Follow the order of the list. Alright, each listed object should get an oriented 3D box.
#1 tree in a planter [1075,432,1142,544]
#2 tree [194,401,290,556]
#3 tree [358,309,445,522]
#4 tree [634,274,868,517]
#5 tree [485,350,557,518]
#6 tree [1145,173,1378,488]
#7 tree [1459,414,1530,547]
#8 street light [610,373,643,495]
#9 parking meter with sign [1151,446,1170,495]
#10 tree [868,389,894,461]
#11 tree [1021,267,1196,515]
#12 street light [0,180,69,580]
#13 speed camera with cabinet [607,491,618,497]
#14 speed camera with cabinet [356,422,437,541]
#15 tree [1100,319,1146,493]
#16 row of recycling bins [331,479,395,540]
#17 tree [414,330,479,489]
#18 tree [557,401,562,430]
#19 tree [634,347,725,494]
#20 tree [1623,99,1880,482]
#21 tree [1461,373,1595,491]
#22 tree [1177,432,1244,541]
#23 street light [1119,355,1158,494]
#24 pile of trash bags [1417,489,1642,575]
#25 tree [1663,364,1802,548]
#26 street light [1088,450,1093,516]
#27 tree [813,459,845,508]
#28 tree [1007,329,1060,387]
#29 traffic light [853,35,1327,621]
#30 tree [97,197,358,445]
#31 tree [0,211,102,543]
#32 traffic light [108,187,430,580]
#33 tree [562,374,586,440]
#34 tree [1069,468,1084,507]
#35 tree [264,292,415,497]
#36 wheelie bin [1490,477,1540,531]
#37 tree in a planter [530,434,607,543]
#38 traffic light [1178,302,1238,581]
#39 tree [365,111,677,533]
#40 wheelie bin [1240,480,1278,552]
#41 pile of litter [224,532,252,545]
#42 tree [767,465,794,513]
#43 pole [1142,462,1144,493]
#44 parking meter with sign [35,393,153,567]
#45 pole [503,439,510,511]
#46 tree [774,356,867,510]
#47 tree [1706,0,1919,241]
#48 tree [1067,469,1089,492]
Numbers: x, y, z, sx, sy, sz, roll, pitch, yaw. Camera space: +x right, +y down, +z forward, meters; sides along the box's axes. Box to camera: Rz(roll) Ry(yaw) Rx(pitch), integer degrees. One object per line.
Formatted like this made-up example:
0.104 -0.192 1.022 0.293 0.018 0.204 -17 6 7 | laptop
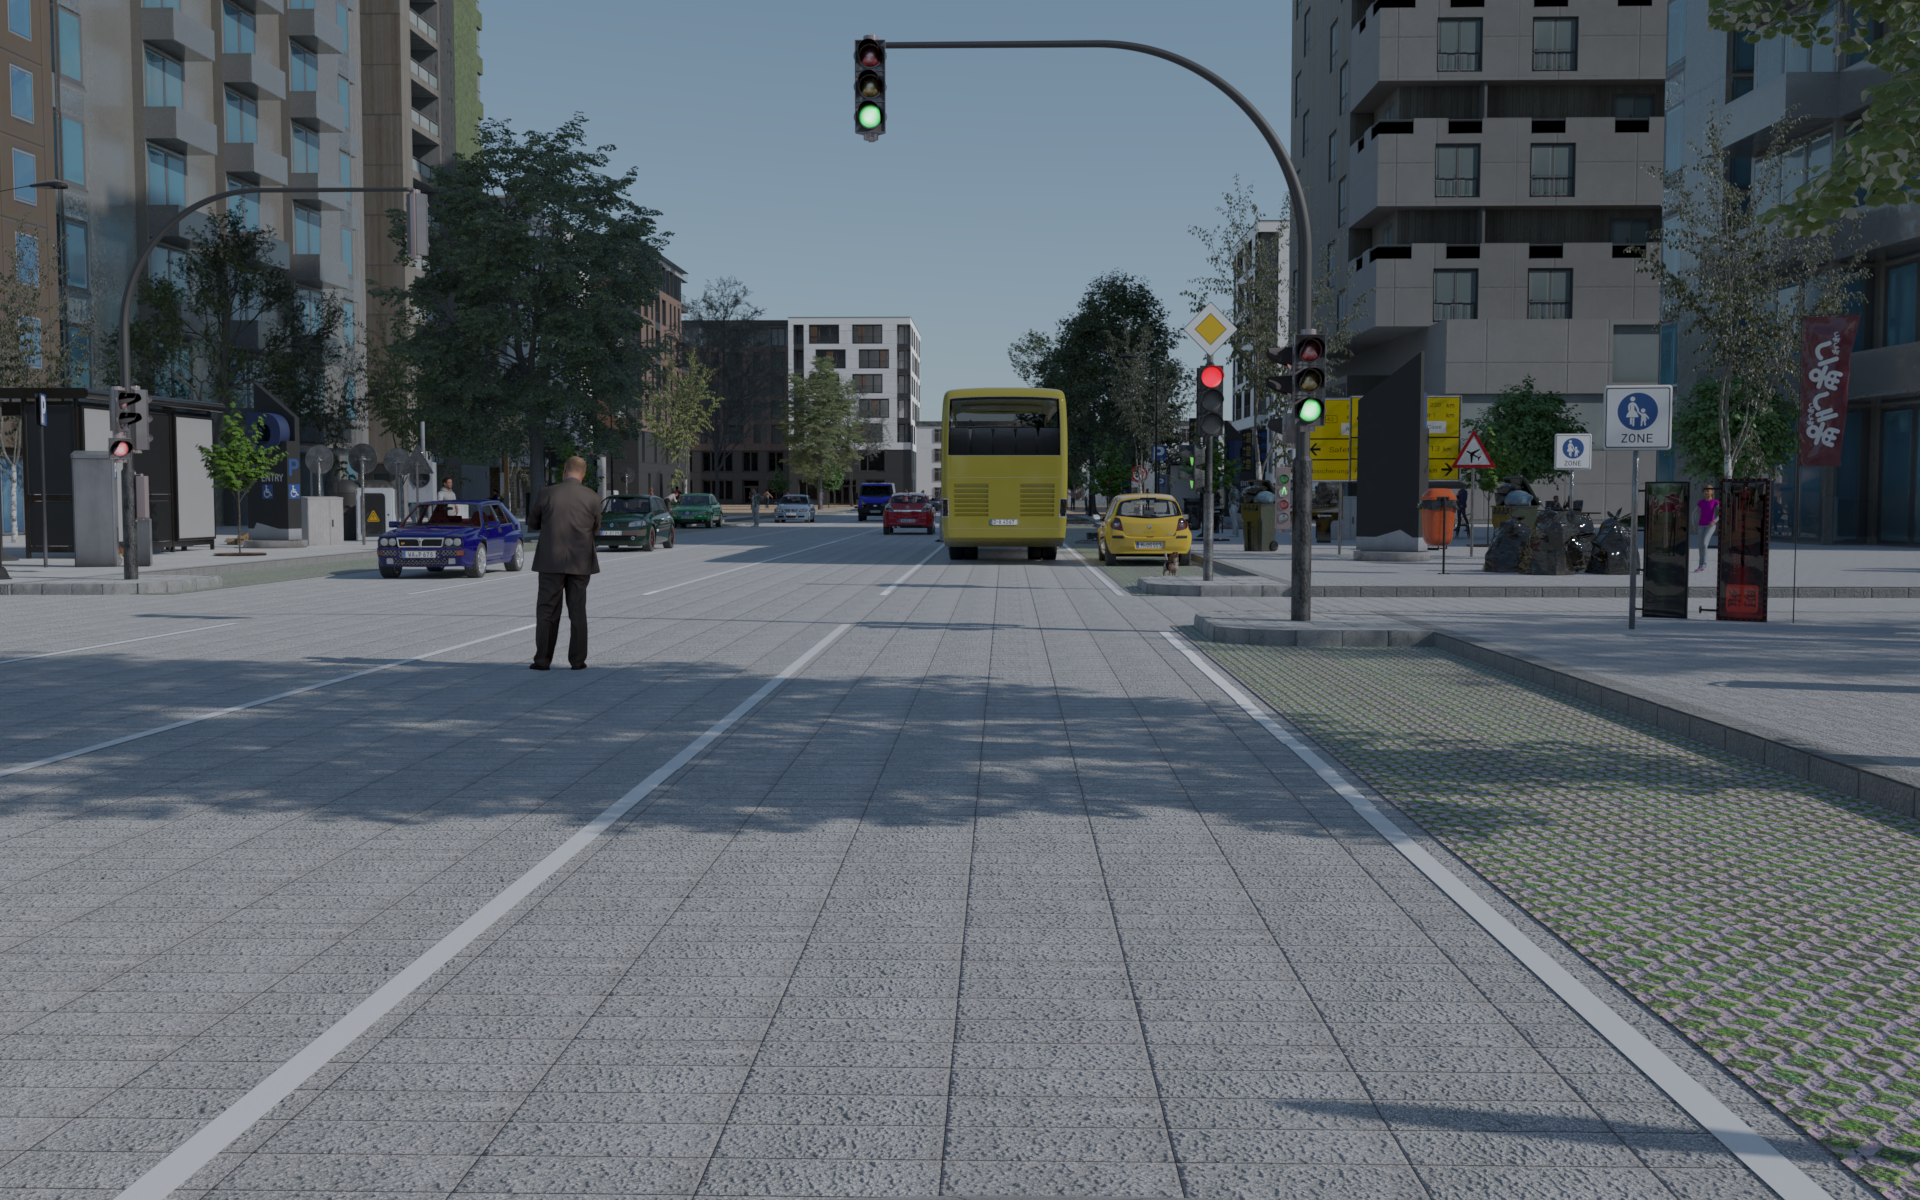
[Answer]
4.336 -3.237 50.148 1.991 3.239 1.994 0 4 2 | tree in a planter
-15.151 -2.537 36.081 1.663 3.219 1.824 0 3 0 | tree
-22.159 -7.261 69.076 4.737 8.622 4.395 0 3 0 | tree
-13.451 -11.374 96.330 12.009 13.543 11.850 0 3 0 | tree
-22.501 -8.302 86.094 4.360 8.622 3.978 0 3 0 | tree
7.234 -5.505 40.362 4.360 8.622 3.978 0 3 0 | tree
12.768 -2.913 42.226 1.663 3.219 1.824 0 3 0 | tree
-12.807 -5.737 66.333 1.470 5.913 1.316 0 4 2 | street light
7.405 -4.091 63.144 0.543 3.016 1.738 1 4 18 | parking meter with sign
-11.197 -16.305 176.958 12.009 13.543 11.850 0 3 0 | tree
7.807 -10.441 87.711 9.611 12.733 9.660 0 3 0 | tree
-13.899 -3.258 25.814 1.470 5.913 1.316 0 4 2 | street light
-17.144 -5.332 81.517 2.038 3.252 0.660 1 4 10 | speed camera with cabinet
-15.348 -3.230 47.148 2.038 3.252 0.660 0 4 -7 | speed camera with cabinet
7.721 -7.462 72.370 4.360 8.622 3.978 0 3 0 | tree
-16.994 -2.596 49.554 1.069 1.692 3.534 0 4 1 | row of recycling bins
-23.239 -7.710 76.424 4.360 8.622 3.978 0 3 0 | tree
-23.799 -8.772 93.789 4.360 8.622 3.978 0 3 0 | tree
-13.893 -8.297 86.015 4.737 8.622 4.395 0 3 0 | tree
14.931 -5.049 32.920 4.360 8.622 3.978 0 3 0 | tree
15.352 -3.856 46.766 4.285 4.588 4.351 0 3 0 | tree
7.019 -3.234 47.471 1.663 3.219 1.824 0 3 0 | tree
6.024 -5.226 57.987 1.470 5.913 1.316 0 4 2 | street light
9.106 -1.120 28.065 3.447 1.369 1.912 0 4 -7 | pile of trash bags
18.442 -3.529 41.415 4.285 4.588 4.351 0 3 0 | tree
6.966 -7.764 99.487 1.470 5.913 1.316 0 4 2 | street light
-12.169 -10.795 160.211 4.285 4.588 4.351 0 3 0 | tree
11.639 -19.632 176.865 12.611 20.169 13.585 0 3 0 | tree
1.340 -2.614 17.406 4.771 5.953 1.251 0 4 2 | traffic light
-23.432 -7.338 54.383 7.601 10.594 8.767 1 4 14 | tree
-24.986 -5.830 45.681 4.360 8.622 3.978 0 3 0 | tree
-10.336 -3.131 25.864 4.771 5.953 1.251 0 4 2 | traffic light
-23.038 -9.073 98.700 4.360 8.622 3.978 0 3 0 | tree
9.352 -11.843 144.000 4.737 8.622 4.395 0 3 0 | tree
-22.814 -6.847 62.313 4.360 8.622 3.978 0 3 0 | tree
10.062 -1.438 31.413 0.693 1.594 0.980 -1 4 -17 | wheelie bin
-11.474 -3.301 51.200 1.991 3.239 1.994 0 4 2 | tree in a planter
3.646 -2.236 25.474 0.839 4.253 0.868 0 4 2 | traffic light
-14.160 -9.206 57.167 9.857 13.997 8.962 0 3 0 | tree
6.715 -1.887 38.755 0.693 1.594 0.980 -3 4 -37 | wheelie bin
-18.015 -1.826 43.821 1.176 0.858 1.719 -1 4 -9 | pile of litter
-12.198 -7.408 115.717 1.663 3.219 1.824 0 3 0 | tree
10.556 -6.493 100.003 0.158 3.312 0.155 0 3 0 | pole
-15.193 -2.090 30.438 1.738 3.016 0.543 -1 4 -18 | parking meter with sign
-16.484 -4.229 62.988 0.158 3.312 0.155 0 3 0 | pole
-11.436 -13.671 141.640 7.486 12.596 7.792 0 3 0 | tree
6.422 -5.473 7.603 7.486 12.596 7.792 0 3 0 | tree
10.207 -10.779 159.957 4.285 4.588 4.351 0 3 0 | tree
